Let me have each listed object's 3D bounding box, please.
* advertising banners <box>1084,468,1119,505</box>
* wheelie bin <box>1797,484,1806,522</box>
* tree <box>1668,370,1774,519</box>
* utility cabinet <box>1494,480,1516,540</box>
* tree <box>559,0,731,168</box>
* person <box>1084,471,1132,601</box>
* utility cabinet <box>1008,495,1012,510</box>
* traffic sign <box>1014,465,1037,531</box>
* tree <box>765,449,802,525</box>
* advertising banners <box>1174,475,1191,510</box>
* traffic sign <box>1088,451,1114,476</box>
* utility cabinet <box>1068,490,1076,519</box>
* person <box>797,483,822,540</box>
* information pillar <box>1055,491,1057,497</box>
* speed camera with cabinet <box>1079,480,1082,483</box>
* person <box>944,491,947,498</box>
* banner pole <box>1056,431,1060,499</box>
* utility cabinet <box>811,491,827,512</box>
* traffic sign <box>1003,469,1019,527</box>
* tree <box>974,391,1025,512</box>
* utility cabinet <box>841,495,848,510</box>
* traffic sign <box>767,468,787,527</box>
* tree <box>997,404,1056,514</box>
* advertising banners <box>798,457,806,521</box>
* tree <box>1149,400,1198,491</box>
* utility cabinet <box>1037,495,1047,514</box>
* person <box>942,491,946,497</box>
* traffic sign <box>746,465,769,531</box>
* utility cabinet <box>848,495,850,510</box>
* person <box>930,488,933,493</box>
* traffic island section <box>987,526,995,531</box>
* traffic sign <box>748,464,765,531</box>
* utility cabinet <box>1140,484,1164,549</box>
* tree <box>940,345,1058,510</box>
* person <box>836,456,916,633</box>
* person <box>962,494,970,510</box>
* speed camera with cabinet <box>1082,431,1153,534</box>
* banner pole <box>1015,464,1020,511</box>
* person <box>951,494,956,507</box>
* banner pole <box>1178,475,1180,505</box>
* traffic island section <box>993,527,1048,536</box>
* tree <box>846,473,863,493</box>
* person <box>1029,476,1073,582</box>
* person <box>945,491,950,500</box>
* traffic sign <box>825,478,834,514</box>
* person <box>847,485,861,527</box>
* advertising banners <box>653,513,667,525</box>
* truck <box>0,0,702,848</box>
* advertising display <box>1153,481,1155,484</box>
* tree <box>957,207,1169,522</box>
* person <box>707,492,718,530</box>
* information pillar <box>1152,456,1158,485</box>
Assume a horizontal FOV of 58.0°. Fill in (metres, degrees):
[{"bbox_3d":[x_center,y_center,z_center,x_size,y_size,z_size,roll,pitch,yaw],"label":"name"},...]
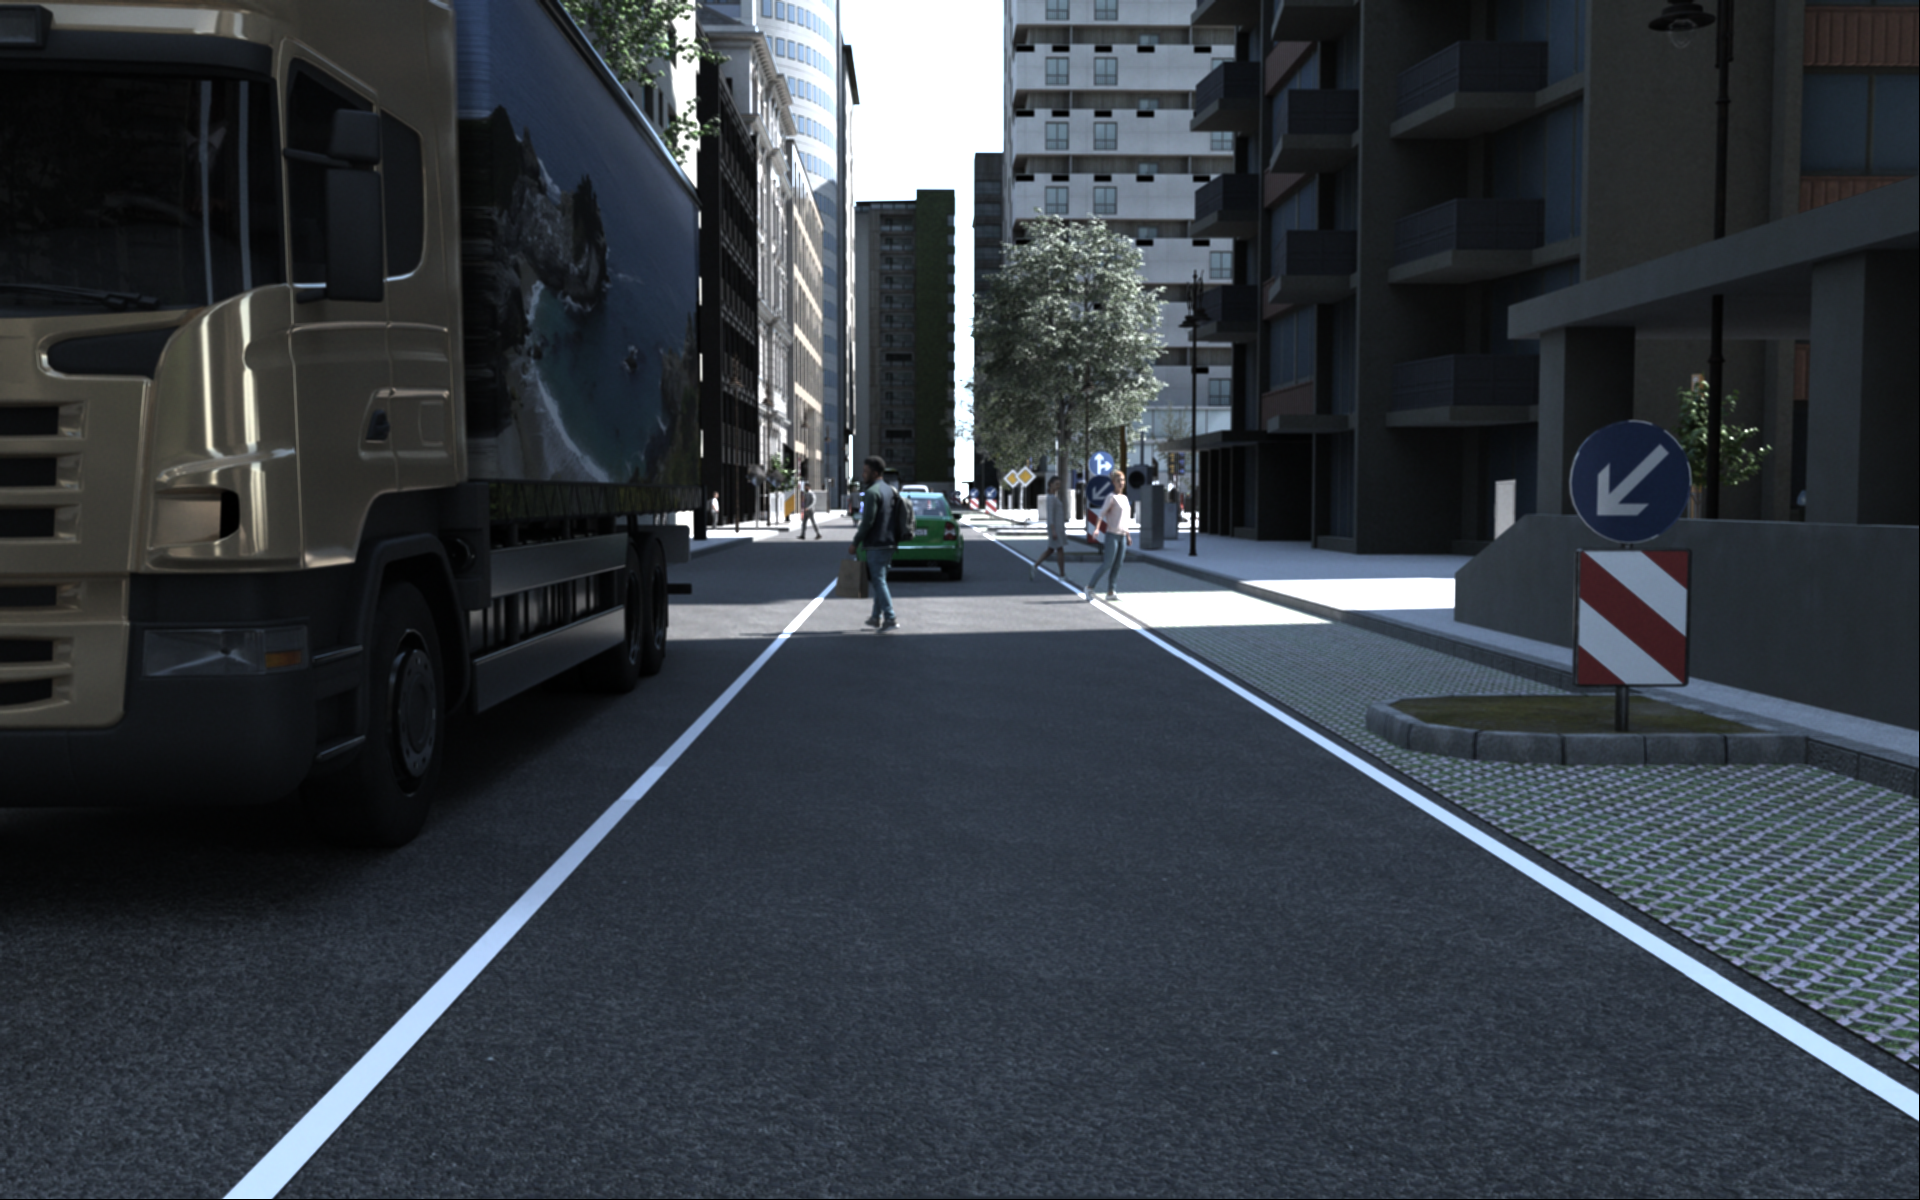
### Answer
[{"bbox_3d":[8.074,-6.277,98.811,2.074,3.025,0.090,1,4,8],"label":"advertising banners"},{"bbox_3d":[14.506,-1.296,29.092,0.980,1.594,0.693,-1,4,-16],"label":"wheelie bin"},{"bbox_3d":[11.408,-1.973,26.863,1.663,3.219,1.824,0,3,0],"label":"tree"},{"bbox_3d":[8.488,-1.122,27.028,0.318,1.500,1.173,1,4,18],"label":"utility cabinet"},{"bbox_3d":[-6.581,-5.813,20.806,9.928,11.665,9.643,0,3,0],"label":"tree"},{"bbox_3d":[1.923,-0.850,23.065,0.598,1.740,0.731,2,4,25],"label":"person"},{"bbox_3d":[4.051,-7.962,141.343,0.306,1.237,1.020,0,4,0],"label":"utility cabinet"},{"bbox_3d":[2.257,-3.442,59.914,0.795,2.450,0.064,0,4,-1],"label":"traffic sign"},{"bbox_3d":[-7.742,-4.802,73.113,1.663,3.219,1.824,0,3,0],"label":"tree"},{"bbox_3d":[17.819,-8.745,139.164,2.074,3.025,0.090,-3,4,-38],"label":"advertising banners"},{"bbox_3d":[4.162,-3.117,51.077,0.768,2.556,0.104,0,4,3],"label":"traffic sign"},{"bbox_3d":[5.890,-4.912,88.998,0.318,1.500,1.173,2,4,32],"label":"utility cabinet"},{"bbox_3d":[-4.739,-2.798,54.526,0.850,1.792,0.678,-3,4,-38],"label":"person"},{"bbox_3d":[4.969,-5.207,89.627,0.304,2.012,0.304,3,5,44],"label":"information pillar"},{"bbox_3d":[7.756,-7.467,116.422,2.038,3.252,0.660,-1,4,-21],"label":"speed camera with cabinet"},{"bbox_3d":[-1.944,-12.268,209.086,0.705,1.823,1.348,2,4,33],"label":"person"},{"bbox_3d":[3.844,-4.793,68.379,0.401,3.779,0.863,1,4,12],"label":"banner pole"},{"bbox_3d":[-9.640,-6.744,118.941,1.173,1.500,0.318,0,4,2],"label":"utility cabinet"},{"bbox_3d":[2.068,-3.930,67.897,0.795,2.450,0.064,0,4,-1],"label":"traffic sign"},{"bbox_3d":[3.105,-10.577,123.289,4.737,8.622,4.395,0,3,0],"label":"tree"},{"bbox_3d":[-9.488,-7.919,140.642,0.306,1.237,1.020,0,4,-1],"label":"utility cabinet"},{"bbox_3d":[-7.174,-3.918,67.700,0.795,2.450,0.064,0,4,-1],"label":"traffic sign"},{"bbox_3d":[4.011,-9.849,111.392,4.360,8.622,3.978,0,3,0],"label":"tree"},{"bbox_3d":[-7.631,-5.354,83.729,0.090,3.025,2.074,0,4,5],"label":"advertising banners"},{"bbox_3d":[16.642,-11.194,133.382,4.360,8.622,3.978,0,3,0],"label":"tree"},{"bbox_3d":[5.334,-6.021,109.609,0.306,1.237,1.020,-3,5,-41],"label":"utility cabinet"},{"bbox_3d":[-1.621,-9.425,163.046,0.568,1.767,0.683,-1,4,-19],"label":"person"},{"bbox_3d":[-6.986,-3.430,59.717,0.795,2.450,0.064,0,4,-1],"label":"traffic sign"},{"bbox_3d":[-9.103,-7.995,141.884,0.306,1.237,1.020,1,4,15],"label":"utility cabinet"},{"bbox_3d":[-1.957,-6.648,117.224,0.581,1.822,0.654,0,4,7],"label":"person"},{"bbox_3d":[2.092,-2.795,67.975,2.009,0.180,2.903,0,4,-1],"label":"traffic island section"},{"bbox_3d":[-7.037,-3.531,59.865,0.606,2.300,0.079,0,4,7],"label":"traffic sign"},{"bbox_3d":[4.454,-1.931,40.254,0.318,1.500,1.173,1,4,20],"label":"utility cabinet"},{"bbox_3d":[3.344,-13.895,137.556,12.009,13.543,11.850,0,3,0],"label":"tree"},{"bbox_3d":[-0.885,-0.577,17.920,0.794,1.824,0.713,-3,5,-44],"label":"person"},{"bbox_3d":[0.589,-8.761,154.929,0.799,1.438,0.628,0,4,1],"label":"person"},{"bbox_3d":[5.006,-3.677,54.462,2.038,3.252,0.660,2,4,26],"label":"speed camera with cabinet"},{"bbox_3d":[4.310,-8.544,129.718,0.401,3.779,0.863,-2,4,-28],"label":"banner pole"},{"bbox_3d":[-0.572,-10.879,189.589,0.991,1.433,0.599,1,4,21],"label":"person"},{"bbox_3d":[13.773,-7.265,108.802,0.401,3.779,0.863,1,4,17],"label":"banner pole"},{"bbox_3d":[2.280,-2.306,59.992,2.009,0.180,2.903,0,4,-1],"label":"traffic island section"},{"bbox_3d":[-10.091,-10.318,163.300,1.663,3.219,1.824,0,3,0],"label":"tree"},{"bbox_3d":[1.503,-1.164,28.274,0.760,1.731,0.466,-2,4,-26],"label":"person"},{"bbox_3d":[-1.778,-12.698,216.092,1.348,1.826,0.705,1,4,19],"label":"person"},{"bbox_3d":[-8.220,-6.553,109.276,0.606,2.300,0.079,0,4,3],"label":"traffic sign"},{"bbox_3d":[-4.593,-4.037,74.694,0.709,1.800,0.728,-1,4,-8],"label":"person"},{"bbox_3d":[-6.895,-2.692,40.208,0.090,3.025,2.074,0,4,3],"label":"advertising banners"},{"bbox_3d":[-3.472,-1.313,10.385,2.839,4.237,11.283,0,4,-1],"label":"truck"},{"bbox_3d":[9.275,-4.866,84.771,0.123,1.923,0.974,2,4,32],"label":"advertising display"},{"bbox_3d":[4.767,-10.492,78.196,9.857,13.997,8.962,0,3,0],"label":"tree"},{"bbox_3d":[-8.811,-3.127,62.221,0.523,1.515,0.503,-3,4,-38],"label":"person"},{"bbox_3d":[12.122,-7.110,107.609,0.183,3.616,0.504,-3,4,-37],"label":"information pillar"}]
